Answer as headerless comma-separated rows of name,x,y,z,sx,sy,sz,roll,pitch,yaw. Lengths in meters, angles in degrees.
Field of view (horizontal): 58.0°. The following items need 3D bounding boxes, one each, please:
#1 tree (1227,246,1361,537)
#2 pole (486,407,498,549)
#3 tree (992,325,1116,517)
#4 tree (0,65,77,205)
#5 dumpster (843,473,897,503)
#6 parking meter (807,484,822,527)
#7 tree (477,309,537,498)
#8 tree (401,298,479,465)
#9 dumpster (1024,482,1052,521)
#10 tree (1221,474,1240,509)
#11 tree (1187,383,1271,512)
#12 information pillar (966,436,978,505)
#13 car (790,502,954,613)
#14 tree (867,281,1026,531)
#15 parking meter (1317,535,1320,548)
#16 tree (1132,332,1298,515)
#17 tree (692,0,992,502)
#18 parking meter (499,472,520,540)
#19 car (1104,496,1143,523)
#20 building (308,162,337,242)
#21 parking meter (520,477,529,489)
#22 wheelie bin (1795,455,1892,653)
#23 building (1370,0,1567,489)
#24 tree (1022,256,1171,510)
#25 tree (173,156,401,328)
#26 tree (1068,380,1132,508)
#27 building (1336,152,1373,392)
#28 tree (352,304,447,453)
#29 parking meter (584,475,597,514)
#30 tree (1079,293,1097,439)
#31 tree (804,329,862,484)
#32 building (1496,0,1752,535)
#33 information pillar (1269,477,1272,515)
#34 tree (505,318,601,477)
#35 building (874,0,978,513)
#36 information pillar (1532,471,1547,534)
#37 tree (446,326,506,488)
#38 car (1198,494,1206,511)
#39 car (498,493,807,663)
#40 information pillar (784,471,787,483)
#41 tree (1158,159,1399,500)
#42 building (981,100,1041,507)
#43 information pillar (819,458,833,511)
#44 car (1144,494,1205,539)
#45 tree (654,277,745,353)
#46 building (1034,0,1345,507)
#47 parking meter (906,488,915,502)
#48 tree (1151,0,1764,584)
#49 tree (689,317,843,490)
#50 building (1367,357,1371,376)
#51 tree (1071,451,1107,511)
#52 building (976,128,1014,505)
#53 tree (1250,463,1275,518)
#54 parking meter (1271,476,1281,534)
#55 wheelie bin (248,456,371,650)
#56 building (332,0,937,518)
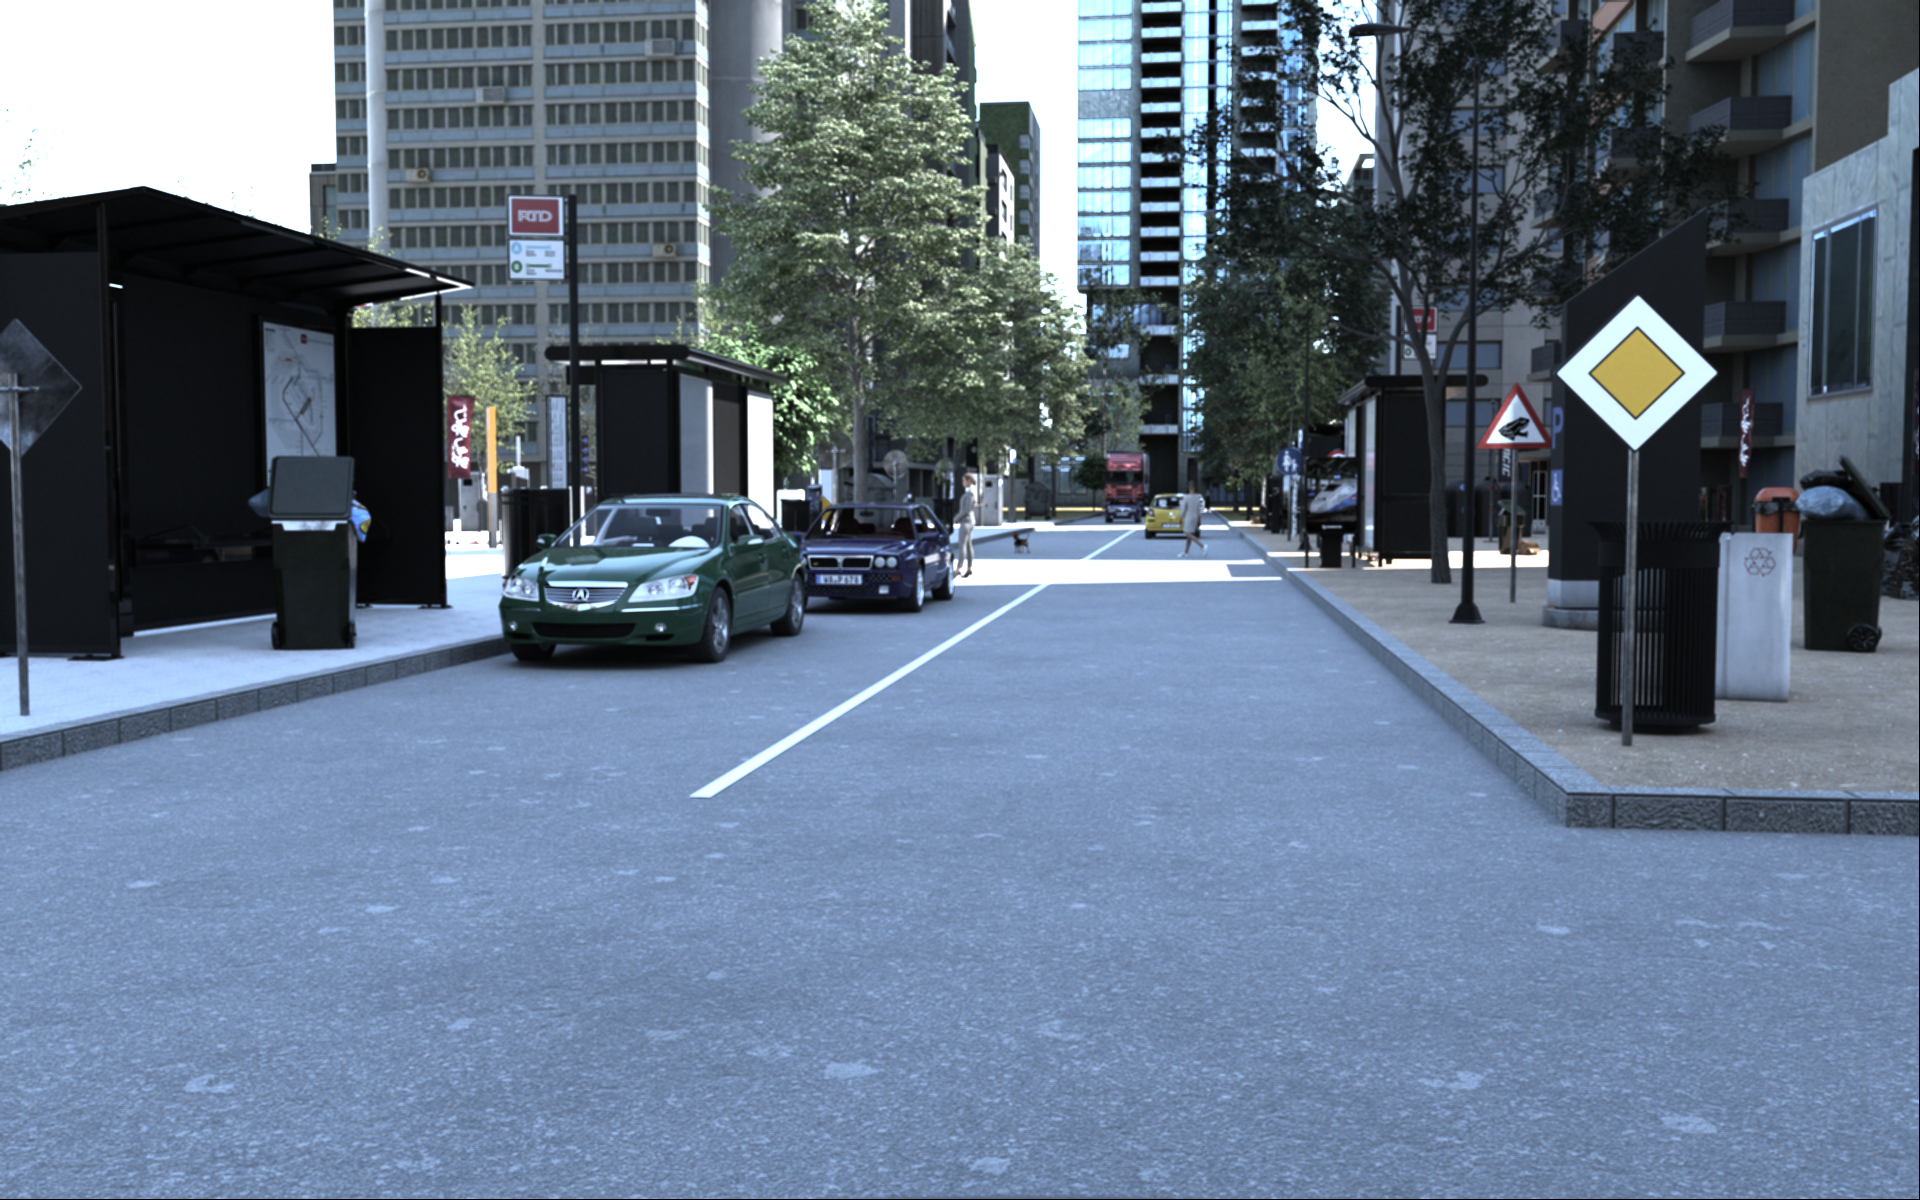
tree,10.105,-6.232,52.262,4.737,8.622,4.395,0,3,0
pole,-10.986,-2.862,40.640,0.158,3.312,0.155,0,3,0
tree,4.911,-9.858,95.585,7.601,10.594,8.767,-3,4,-38
tree,-16.733,-4.801,28.856,4.360,8.622,3.978,0,3,0
dumpster,-2.538,-2.615,48.509,1.264,1.857,1.865,0,4,8
parking meter,-3.596,-2.105,42.822,0.372,1.533,0.369,0,3,0
tree,-18.369,-7.120,66.778,4.737,8.622,4.395,0,3,0
tree,-16.285,-5.909,46.976,4.737,8.622,4.395,0,3,0
dumpster,3.767,-4.788,84.046,1.264,1.857,1.865,0,4,8
tree,23.135,-9.434,148.849,1.663,3.219,1.824,0,3,0
tree,19.967,-12.515,122.747,7.486,12.596,7.792,0,3,0
information pillar,0.485,-4.796,69.766,0.504,3.616,0.183,-1,4,-8
car,-1.142,-0.593,22.272,1.945,1.354,3.894,1,4,8
tree,-0.103,-6.678,59.553,4.737,8.622,4.395,0,3,0
parking meter,8.714,-2.170,41.186,0.399,1.863,0.255,2,4,27
tree,17.448,-10.963,105.005,9.928,11.665,9.643,0,3,0
tree,-2.689,-7.469,40.246,7.486,12.596,7.792,0,3,0
parking meter,-12.173,-2.503,46.630,0.399,1.863,0.255,1,4,20
car,8.262,-4.576,87.400,1.945,1.354,3.894,0,4,8
building,-47.332,-23.312,152.852,14.107,30.474,14.160,0,4,8
parking meter,-14.651,-3.200,58.025,0.399,1.863,0.255,-2,4,-32
wheelie bin,7.273,-0.390,14.283,0.693,1.594,0.980,2,4,30
building,35.207,-34.238,101.783,21.231,58.520,28.212,0,4,8
tree,10.849,-17.411,140.555,12.611,20.169,13.585,0,3,0
tree,-15.911,-5.401,38.675,4.737,8.622,4.395,0,3,0
tree,13.151,-14.107,156.410,9.928,11.665,9.643,0,3,0
building,53.326,-30.232,186.174,23.993,40.220,32.217,0,4,8
tree,-19.991,-6.516,56.905,4.360,8.622,3.978,0,3,0
parking meter,-11.068,-2.838,52.114,0.399,1.863,0.255,2,4,24
tree,2.584,-9.704,76.794,7.486,12.596,7.792,0,3,0
tree,-6.245,-7.689,76.084,4.737,8.622,4.395,0,3,0
building,32.642,-24.823,60.478,22.147,44.769,28.867,0,4,8
information pillar,13.454,-4.310,74.961,0.304,2.012,0.304,0,4,0
tree,-16.063,-7.512,73.182,4.360,8.622,3.978,0,3,0
building,-6.621,-26.507,116.978,14.154,41.232,14.086,0,4,8
information pillar,18.631,-3.131,55.688,0.304,2.012,0.304,-1,4,-13
tree,-21.825,-7.621,74.961,4.360,8.622,3.978,0,3,0
car,19.799,-8.223,146.452,2.014,1.417,4.499,0,4,8
car,-2.720,-0.274,16.286,2.131,1.459,4.920,0,4,8
information pillar,-8.495,-5.686,84.321,0.183,3.616,0.504,-1,4,-13
tree,12.597,-9.862,67.896,9.857,13.997,8.962,0,3,0
building,1.173,-30.622,184.263,14.086,41.232,14.154,0,4,8
information pillar,-4.525,-4.112,58.579,0.504,3.616,0.183,-2,4,-33
car,6.987,-2.841,56.682,2.015,1.641,3.980,1,4,9
tree,-8.450,-6.550,57.449,4.737,8.622,4.395,0,3,0
building,24.396,-53.229,182.971,31.000,86.520,22.319,0,4,8
parking meter,-2.144,-4.077,75.064,0.372,1.533,0.369,0,3,0
tree,6.984,-5.536,24.923,8.767,10.594,7.601,0,4,7
tree,-3.873,-2.961,32.129,4.285,4.588,4.351,0,3,0
building,40.558,-50.017,130.453,22.319,86.520,31.000,0,4,8
tree,10.009,-8.849,128.398,4.285,4.588,4.351,0,3,0
building,-2.735,-22.939,146.759,14.107,30.474,14.160,0,4,8
tree,16.267,-5.984,92.437,1.663,3.219,1.824,0,3,0
parking meter,10.265,-3.092,56.266,0.255,1.863,0.399,1,4,14
wheelie bin,-5.410,-0.401,14.459,0.980,1.594,0.693,-1,4,-12
building,-18.059,-24.907,99.105,32.217,40.220,23.993,0,4,8
